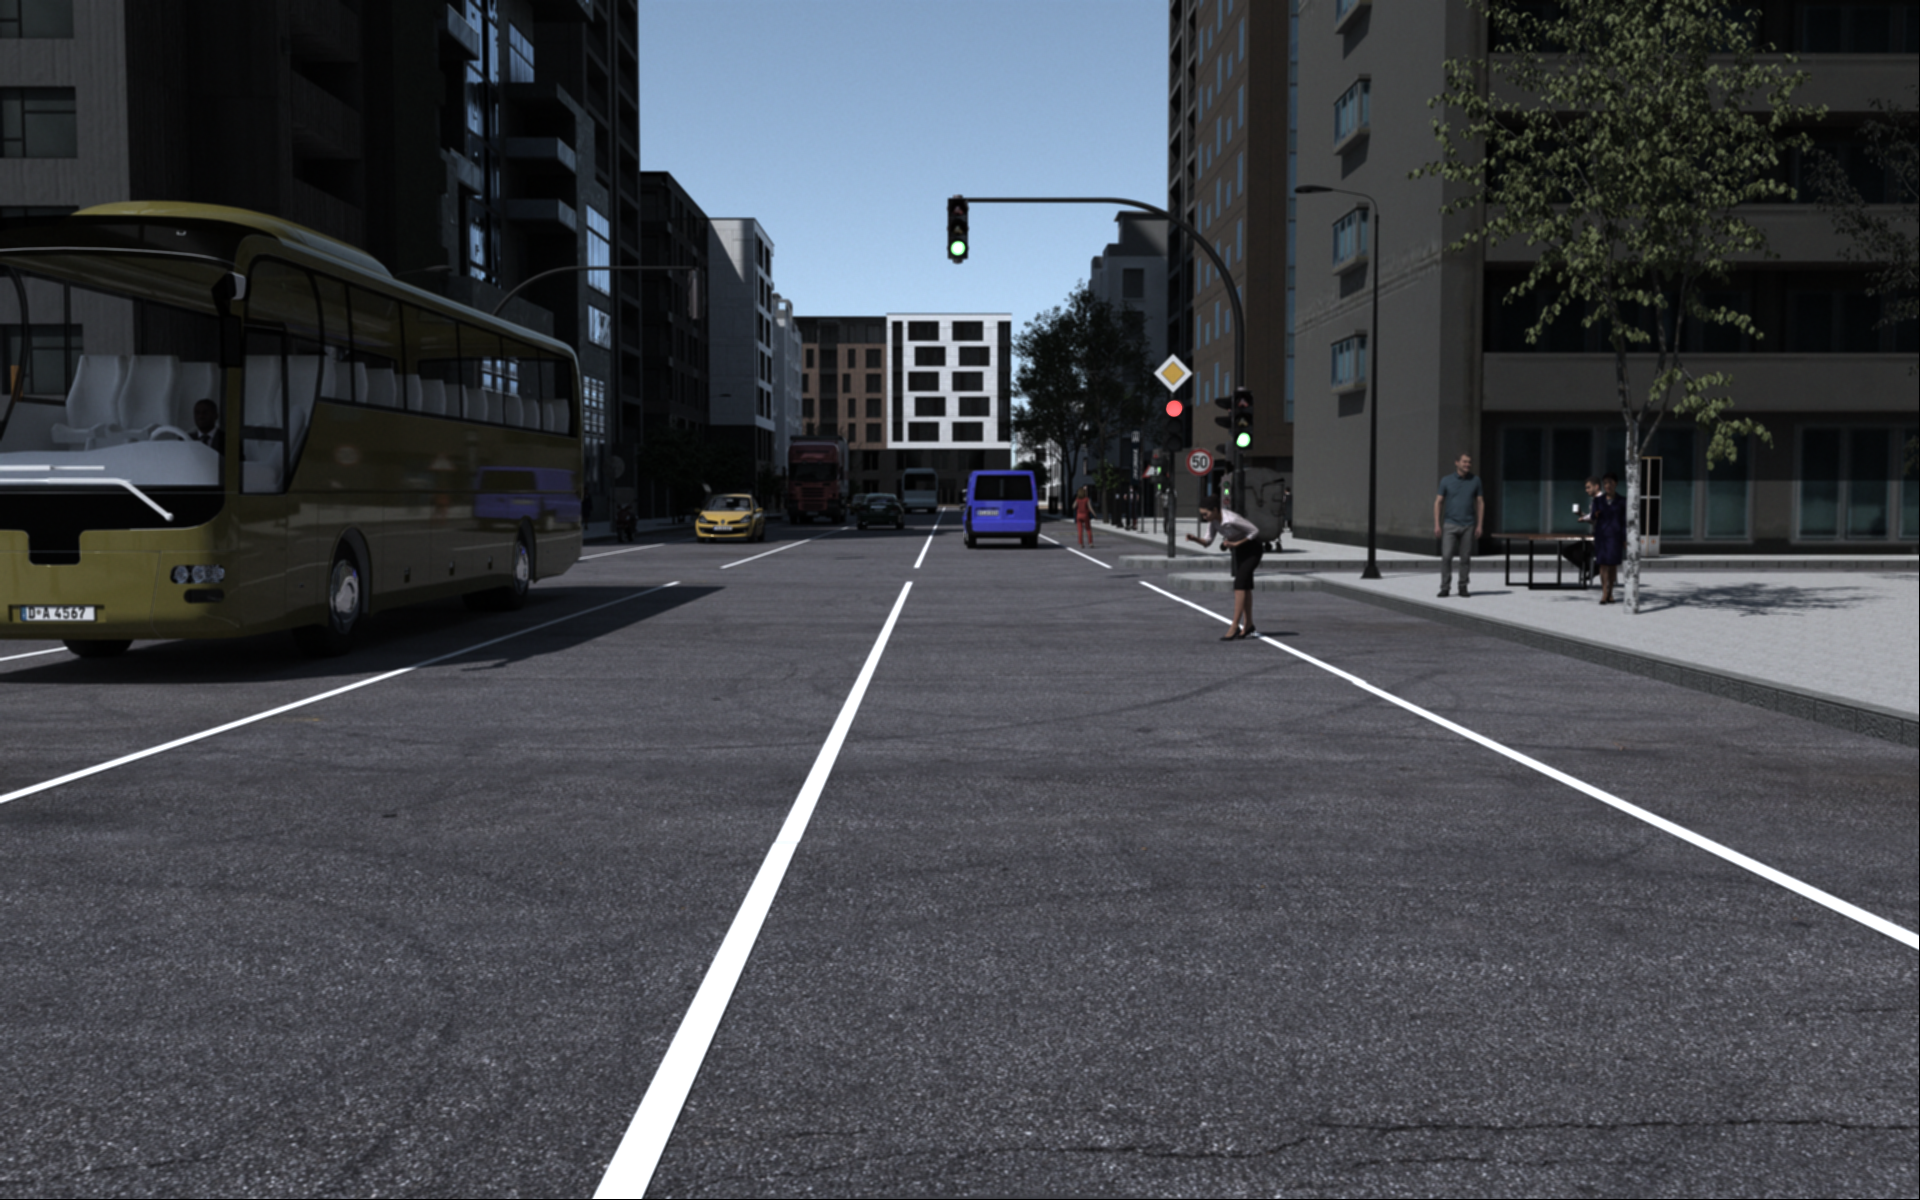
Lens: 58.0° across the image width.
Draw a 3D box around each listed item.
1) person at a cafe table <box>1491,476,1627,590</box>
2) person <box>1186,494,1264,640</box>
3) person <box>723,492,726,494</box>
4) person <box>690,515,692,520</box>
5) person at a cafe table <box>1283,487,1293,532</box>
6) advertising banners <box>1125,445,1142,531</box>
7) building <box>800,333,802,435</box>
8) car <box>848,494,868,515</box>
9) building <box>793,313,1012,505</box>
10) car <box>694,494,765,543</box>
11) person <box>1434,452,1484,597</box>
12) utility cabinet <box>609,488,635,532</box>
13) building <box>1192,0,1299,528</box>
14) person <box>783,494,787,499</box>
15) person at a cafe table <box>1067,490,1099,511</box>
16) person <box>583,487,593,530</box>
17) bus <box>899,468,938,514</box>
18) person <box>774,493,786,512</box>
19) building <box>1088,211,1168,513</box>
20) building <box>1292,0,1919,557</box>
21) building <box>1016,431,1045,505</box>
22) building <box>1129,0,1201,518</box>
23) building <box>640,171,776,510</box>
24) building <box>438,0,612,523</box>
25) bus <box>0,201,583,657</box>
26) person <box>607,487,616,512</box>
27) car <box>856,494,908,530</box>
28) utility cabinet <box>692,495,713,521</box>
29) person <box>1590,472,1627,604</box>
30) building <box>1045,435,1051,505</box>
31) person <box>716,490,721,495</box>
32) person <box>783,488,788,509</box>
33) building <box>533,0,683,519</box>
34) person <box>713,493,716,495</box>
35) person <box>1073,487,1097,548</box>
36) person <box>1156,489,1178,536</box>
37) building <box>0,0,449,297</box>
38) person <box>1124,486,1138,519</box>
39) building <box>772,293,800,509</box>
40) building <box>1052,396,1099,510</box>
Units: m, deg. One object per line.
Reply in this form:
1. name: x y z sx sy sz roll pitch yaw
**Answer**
1. person at a cafe table: 8.320 -0.926 23.656 1.622 1.524 1.698 0 4 1
2. person: 2.622 -0.325 16.999 0.628 1.438 0.799 2 4 26
3. person: -14.648 -6.039 108.010 0.726 1.434 0.776 -1 4 -14
4. person: -12.877 -4.647 84.240 0.590 1.554 0.614 -2 4 -28
5. person at a cafe table: 11.034 -3.083 58.926 1.698 1.524 1.622 -1 4 -10
6. advertising banners: 6.209 -4.000 61.587 0.090 3.025 2.074 1 4 23
7. building: -21.911 -19.460 174.586 11.380 20.091 16.016 0 4 0
8. car: -6.675 -6.649 118.935 2.015 1.641 3.980 0 4 -2
9. building: -10.542 -22.376 209.814 32.646 21.610 27.936 0 4 0
10. car: -6.804 -2.523 51.479 2.015 1.641 3.980 0 4 -1
11. person: 6.220 -0.944 21.610 0.598 1.807 0.434 1 4 20
12. utility cabinet: -11.452 -3.066 58.809 0.318 1.500 1.173 1 4 19
13. building: 17.558 -25.740 70.962 14.600 45.320 14.200 0 4 0
14. person: -12.429 -7.410 127.142 1.348 1.831 0.705 2 4 33
15. person at a cafe table: 7.329 -5.914 105.202 1.698 1.524 1.622 2 4 35
16. person: -13.334 -3.278 62.013 0.546 1.535 0.453 3 5 42
17. bus: -3.109 -8.284 130.299 2.948 3.499 13.247 0 4 -2
18. person: -12.636 -7.013 121.224 1.217 1.766 0.721 3 5 43
19. building: 17.164 -16.220 121.617 16.016 20.091 11.380 0 4 0
20. building: 20.197 -25.746 44.657 21.600 48.544 21.300 0 4 0
21. building: 20.362 -15.845 201.216 28.070 9.664 9.099 0 4 0
22. building: 20.844 -40.202 95.548 20.563 71.187 20.611 0 4 0
23. building: -29.092 -17.262 126.204 27.936 21.610 32.646 0 4 0
24. building: -25.629 -45.972 64.308 22.319 86.520 31.000 0 4 0
25. bus: -6.609 -1.647 18.479 2.896 3.916 12.252 0 4 0
26. person: -12.402 -3.321 62.545 0.569 1.553 0.471 2 4 32
27. car: -3.240 -3.634 71.217 2.131 1.459 4.920 0 3 0
28. utility cabinet: -12.236 -4.352 82.313 1.020 1.237 0.306 -1 4 -13
29. person: 7.572 -0.719 20.173 0.453 1.535 0.546 0 4 6
30. building: 13.902 -13.913 169.626 9.099 9.664 28.070 0 4 0
31. person: -11.902 -4.735 86.149 0.600 1.496 0.574 -2 4 -30
32. person: -14.938 -8.739 148.906 0.705 1.826 1.348 -2 4 -29
33. building: -25.925 -39.958 91.557 20.563 71.187 20.611 0 4 0
34. person: -15.357 -6.038 108.667 0.340 1.345 0.435 -1 4 -19
35. person: 3.309 -2.191 46.022 0.593 1.614 0.444 3 5 43
36. person: 6.478 -2.870 53.693 0.376 1.734 0.841 -3 4 -38
37. building: -22.004 -16.625 43.525 14.160 30.474 14.107 0 4 0
38. person: 8.826 -5.008 88.856 0.756 1.711 0.436 1 4 20
39. building: -23.637 -18.616 160.798 16.016 20.091 11.380 0 4 0
40. building: 13.068 -12.199 141.603 9.099 9.664 28.070 0 4 0
